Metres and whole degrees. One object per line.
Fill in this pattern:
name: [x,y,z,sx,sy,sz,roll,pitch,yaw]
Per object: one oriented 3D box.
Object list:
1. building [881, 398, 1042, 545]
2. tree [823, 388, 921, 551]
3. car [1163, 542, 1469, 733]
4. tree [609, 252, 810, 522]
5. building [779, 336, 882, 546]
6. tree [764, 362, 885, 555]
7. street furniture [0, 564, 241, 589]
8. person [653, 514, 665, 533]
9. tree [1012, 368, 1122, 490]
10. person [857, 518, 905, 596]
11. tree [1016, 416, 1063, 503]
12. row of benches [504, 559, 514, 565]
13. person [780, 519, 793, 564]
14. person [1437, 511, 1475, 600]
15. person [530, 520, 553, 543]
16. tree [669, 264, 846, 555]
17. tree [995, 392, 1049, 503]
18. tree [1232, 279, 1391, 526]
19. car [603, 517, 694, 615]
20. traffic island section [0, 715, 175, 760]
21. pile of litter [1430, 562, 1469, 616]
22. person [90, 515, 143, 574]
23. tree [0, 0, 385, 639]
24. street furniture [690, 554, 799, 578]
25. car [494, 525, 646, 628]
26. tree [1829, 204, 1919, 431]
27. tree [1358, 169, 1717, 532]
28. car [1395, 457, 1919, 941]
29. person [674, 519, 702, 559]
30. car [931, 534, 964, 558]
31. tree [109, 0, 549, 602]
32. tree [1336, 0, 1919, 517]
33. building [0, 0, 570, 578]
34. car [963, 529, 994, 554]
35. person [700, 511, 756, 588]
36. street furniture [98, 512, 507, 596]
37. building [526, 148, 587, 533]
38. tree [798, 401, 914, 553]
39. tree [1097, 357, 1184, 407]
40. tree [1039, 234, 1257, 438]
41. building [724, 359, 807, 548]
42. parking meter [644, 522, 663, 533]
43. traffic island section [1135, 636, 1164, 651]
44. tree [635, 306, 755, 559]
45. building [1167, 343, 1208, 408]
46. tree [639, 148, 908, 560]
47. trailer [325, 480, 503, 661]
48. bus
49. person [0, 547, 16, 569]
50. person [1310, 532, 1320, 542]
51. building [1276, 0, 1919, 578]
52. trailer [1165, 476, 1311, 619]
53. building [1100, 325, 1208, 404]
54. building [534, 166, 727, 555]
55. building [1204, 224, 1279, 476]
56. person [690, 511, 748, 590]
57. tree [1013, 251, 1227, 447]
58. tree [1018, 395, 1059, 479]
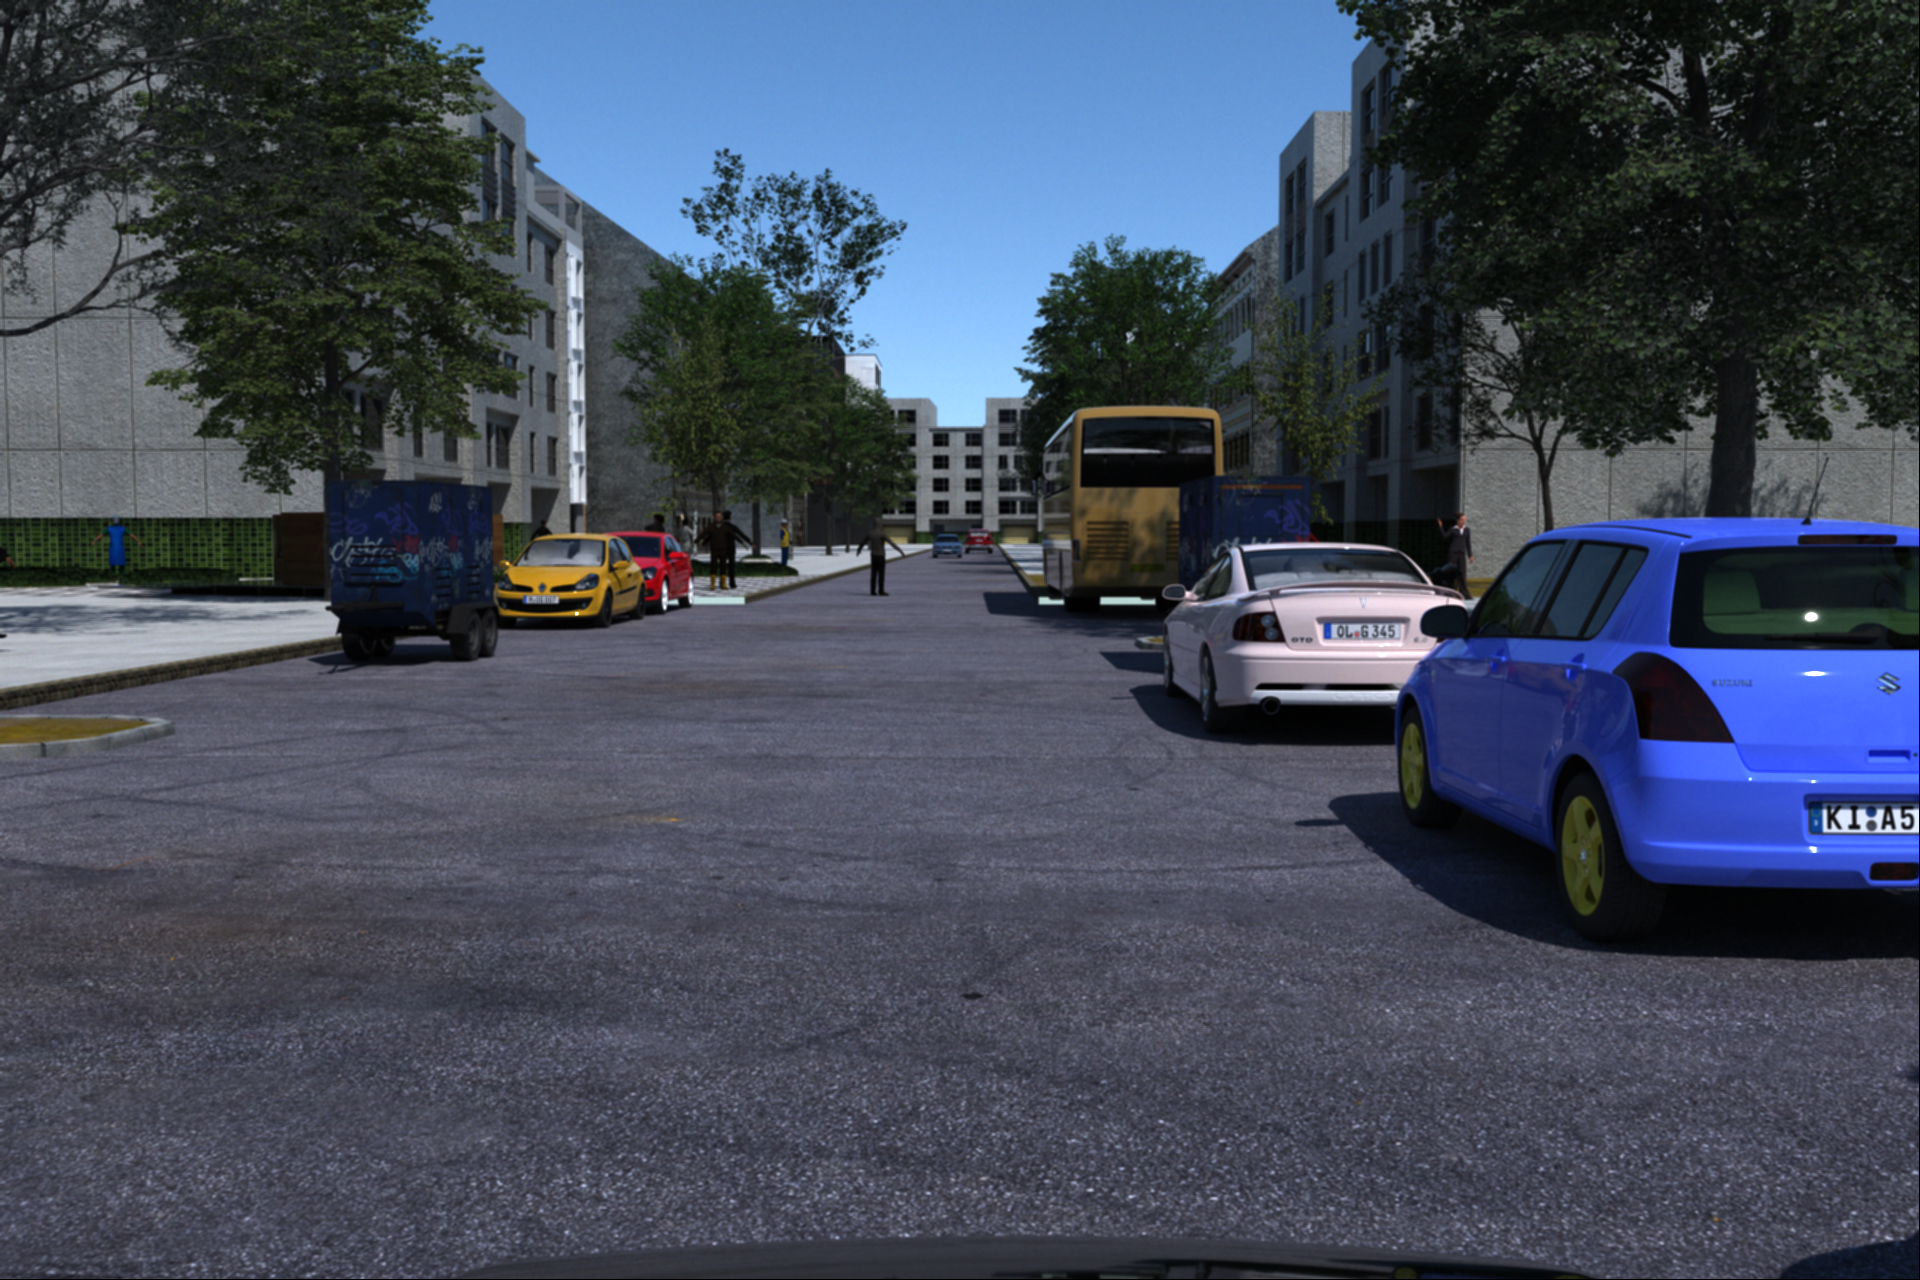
building: [3.731,-22.167,231.343,31.486,18.905,16.747,0,4,3]
tree: [-6.877,-13.206,134.040,7.486,12.596,7.792,0,3,0]
car: [2.713,-0.090,13.834,2.083,1.381,4.827,0,4,1]
tree: [-9.185,-8.486,64.494,9.928,11.665,9.643,0,3,0]
building: [-23.523,-21.455,194.757,27.936,21.610,32.646,0,4,0]
tree: [-8.001,-10.910,104.135,9.928,11.665,9.643,0,3,0]
street furniture: [-23.725,-1.724,43.816,10.072,0.657,5.734,1,4,22]
person: [-8.185,-2.491,46.879,0.704,1.843,1.345,-2,4,-27]
tree: [6.934,-9.428,88.557,8.767,10.594,7.601,0,4,-1]
person: [-1.892,-1.939,40.288,1.348,1.813,0.705,2,4,32]
tree: [7.134,-10.915,112.879,7.601,10.594,8.767,-1,4,-12]
row of benches: [-13.819,-1.837,45.505,4.104,0.672,1.422,-1,4,-15]
person: [-5.634,-3.054,56.389,0.721,1.772,1.216,0,4,6]
person: [9.604,-1.636,33.592,0.742,1.727,0.445,-3,4,-36]
person: [-15.275,-3.511,63.629,1.346,1.802,0.704,1,4,21]
tree: [-8.753,-9.527,73.892,7.486,12.596,7.792,0,3,0]
tree: [8.288,-13.556,132.016,12.009,13.543,11.850,0,3,0]
tree: [10.144,-6.134,50.645,4.737,8.622,4.395,0,3,0]
car: [-6.123,-1.416,32.196,2.155,1.783,4.494,0,4,1]
traffic island section: [-6.609,0.670,11.911,1.991,0.108,1.994,0,4,1]
pile of litter: [7.141,-0.752,26.257,1.176,0.858,1.719,0,4,1]
person: [-23.947,-2.634,49.189,1.347,1.817,0.704,-2,4,-25]
tree: [-12.293,-6.746,20.660,12.009,13.543,11.850,0,3,0]
street furniture: [-9.907,-2.225,52.009,10.072,0.657,5.734,0,4,-8]
car: [-6.184,-1.066,27.645,2.015,1.641,3.980,0,4,1]
tree: [24.948,-7.164,42.892,9.928,11.665,9.643,0,3,0]
tree: [13.825,-6.484,40.433,8.767,10.594,7.601,0,4,3]
car: [3.033,0.135,7.383,1.945,1.707,3.694,0,4,0]
person: [-9.586,-3.336,60.725,1.347,1.806,0.705,2,4,29]
car: [-0.753,-5.710,105.368,2.014,1.417,4.499,0,4,1]
tree: [-11.660,-6.984,32.320,7.486,12.596,7.792,0,3,0]
tree: [9.053,-6.935,20.041,9.857,13.997,8.962,0,3,0]
building: [-26.838,-12.183,65.647,16.747,18.905,31.486,0,4,0]
car: [1.388,-7.273,127.586,2.281,1.827,5.304,0,4,0]
person: [-5.522,-2.153,41.130,1.347,1.837,0.705,0,4,1]
street furniture: [-11.860,-1.939,38.554,9.812,1.723,11.010,2,4,25]
building: [-26.314,-13.953,84.543,16.016,20.090,11.380,0,4,2]
tree: [-7.614,-11.255,118.430,8.767,10.594,7.601,-2,4,-26]
tree: [7.402,-7.218,68.383,4.360,8.622,3.978,0,3,0]
tree: [6.499,-8.191,59.678,9.928,11.665,9.643,0,3,0]
building: [-24.896,-20.416,164.726,19.493,23.208,18.063,0,4,1]
parking meter: [-6.325,-1.675,35.792,0.372,1.533,0.369,0,3,0]
traffic island section: [3.256,0.053,22.001,1.991,0.108,1.994,0,3,0]
tree: [-8.707,-6.497,56.582,4.737,8.622,4.395,0,3,0]
building: [28.884,-19.955,157.190,19.493,23.208,18.063,0,4,1]
tree: [-9.290,-14.063,85.814,12.611,20.169,13.585,0,3,0]
trailer: [-6.197,-0.739,19.130,1.471,1.999,3.904,0,4,1]
bus: [3.112,-2.641,34.732,2.896,3.916,12.252,0,3,0]
person: [-10.400,-0.678,17.872,0.721,1.737,1.214,3,4,38]
person: [5.863,-1.499,30.609,1.345,1.816,0.704,3,4,38]
building: [23.069,-12.169,65.414,16.747,18.905,31.486,0,4,1]
trailer: [2.953,-0.724,18.889,1.471,1.999,3.904,0,4,0]
building: [28.562,-20.763,183.456,27.936,21.610,32.646,0,4,1]
building: [-25.399,-16.964,108.296,19.493,23.208,18.063,0,4,2]
building: [24.888,-16.508,100.838,19.493,23.208,18.063,0,4,1]
person: [-5.530,-2.050,39.657,1.346,1.812,0.704,-1,4,-18]
tree: [7.319,-10.486,78.100,9.857,13.997,8.962,0,3,0]
tree: [7.169,-10.243,101.883,8.767,10.594,7.601,1,4,22]
